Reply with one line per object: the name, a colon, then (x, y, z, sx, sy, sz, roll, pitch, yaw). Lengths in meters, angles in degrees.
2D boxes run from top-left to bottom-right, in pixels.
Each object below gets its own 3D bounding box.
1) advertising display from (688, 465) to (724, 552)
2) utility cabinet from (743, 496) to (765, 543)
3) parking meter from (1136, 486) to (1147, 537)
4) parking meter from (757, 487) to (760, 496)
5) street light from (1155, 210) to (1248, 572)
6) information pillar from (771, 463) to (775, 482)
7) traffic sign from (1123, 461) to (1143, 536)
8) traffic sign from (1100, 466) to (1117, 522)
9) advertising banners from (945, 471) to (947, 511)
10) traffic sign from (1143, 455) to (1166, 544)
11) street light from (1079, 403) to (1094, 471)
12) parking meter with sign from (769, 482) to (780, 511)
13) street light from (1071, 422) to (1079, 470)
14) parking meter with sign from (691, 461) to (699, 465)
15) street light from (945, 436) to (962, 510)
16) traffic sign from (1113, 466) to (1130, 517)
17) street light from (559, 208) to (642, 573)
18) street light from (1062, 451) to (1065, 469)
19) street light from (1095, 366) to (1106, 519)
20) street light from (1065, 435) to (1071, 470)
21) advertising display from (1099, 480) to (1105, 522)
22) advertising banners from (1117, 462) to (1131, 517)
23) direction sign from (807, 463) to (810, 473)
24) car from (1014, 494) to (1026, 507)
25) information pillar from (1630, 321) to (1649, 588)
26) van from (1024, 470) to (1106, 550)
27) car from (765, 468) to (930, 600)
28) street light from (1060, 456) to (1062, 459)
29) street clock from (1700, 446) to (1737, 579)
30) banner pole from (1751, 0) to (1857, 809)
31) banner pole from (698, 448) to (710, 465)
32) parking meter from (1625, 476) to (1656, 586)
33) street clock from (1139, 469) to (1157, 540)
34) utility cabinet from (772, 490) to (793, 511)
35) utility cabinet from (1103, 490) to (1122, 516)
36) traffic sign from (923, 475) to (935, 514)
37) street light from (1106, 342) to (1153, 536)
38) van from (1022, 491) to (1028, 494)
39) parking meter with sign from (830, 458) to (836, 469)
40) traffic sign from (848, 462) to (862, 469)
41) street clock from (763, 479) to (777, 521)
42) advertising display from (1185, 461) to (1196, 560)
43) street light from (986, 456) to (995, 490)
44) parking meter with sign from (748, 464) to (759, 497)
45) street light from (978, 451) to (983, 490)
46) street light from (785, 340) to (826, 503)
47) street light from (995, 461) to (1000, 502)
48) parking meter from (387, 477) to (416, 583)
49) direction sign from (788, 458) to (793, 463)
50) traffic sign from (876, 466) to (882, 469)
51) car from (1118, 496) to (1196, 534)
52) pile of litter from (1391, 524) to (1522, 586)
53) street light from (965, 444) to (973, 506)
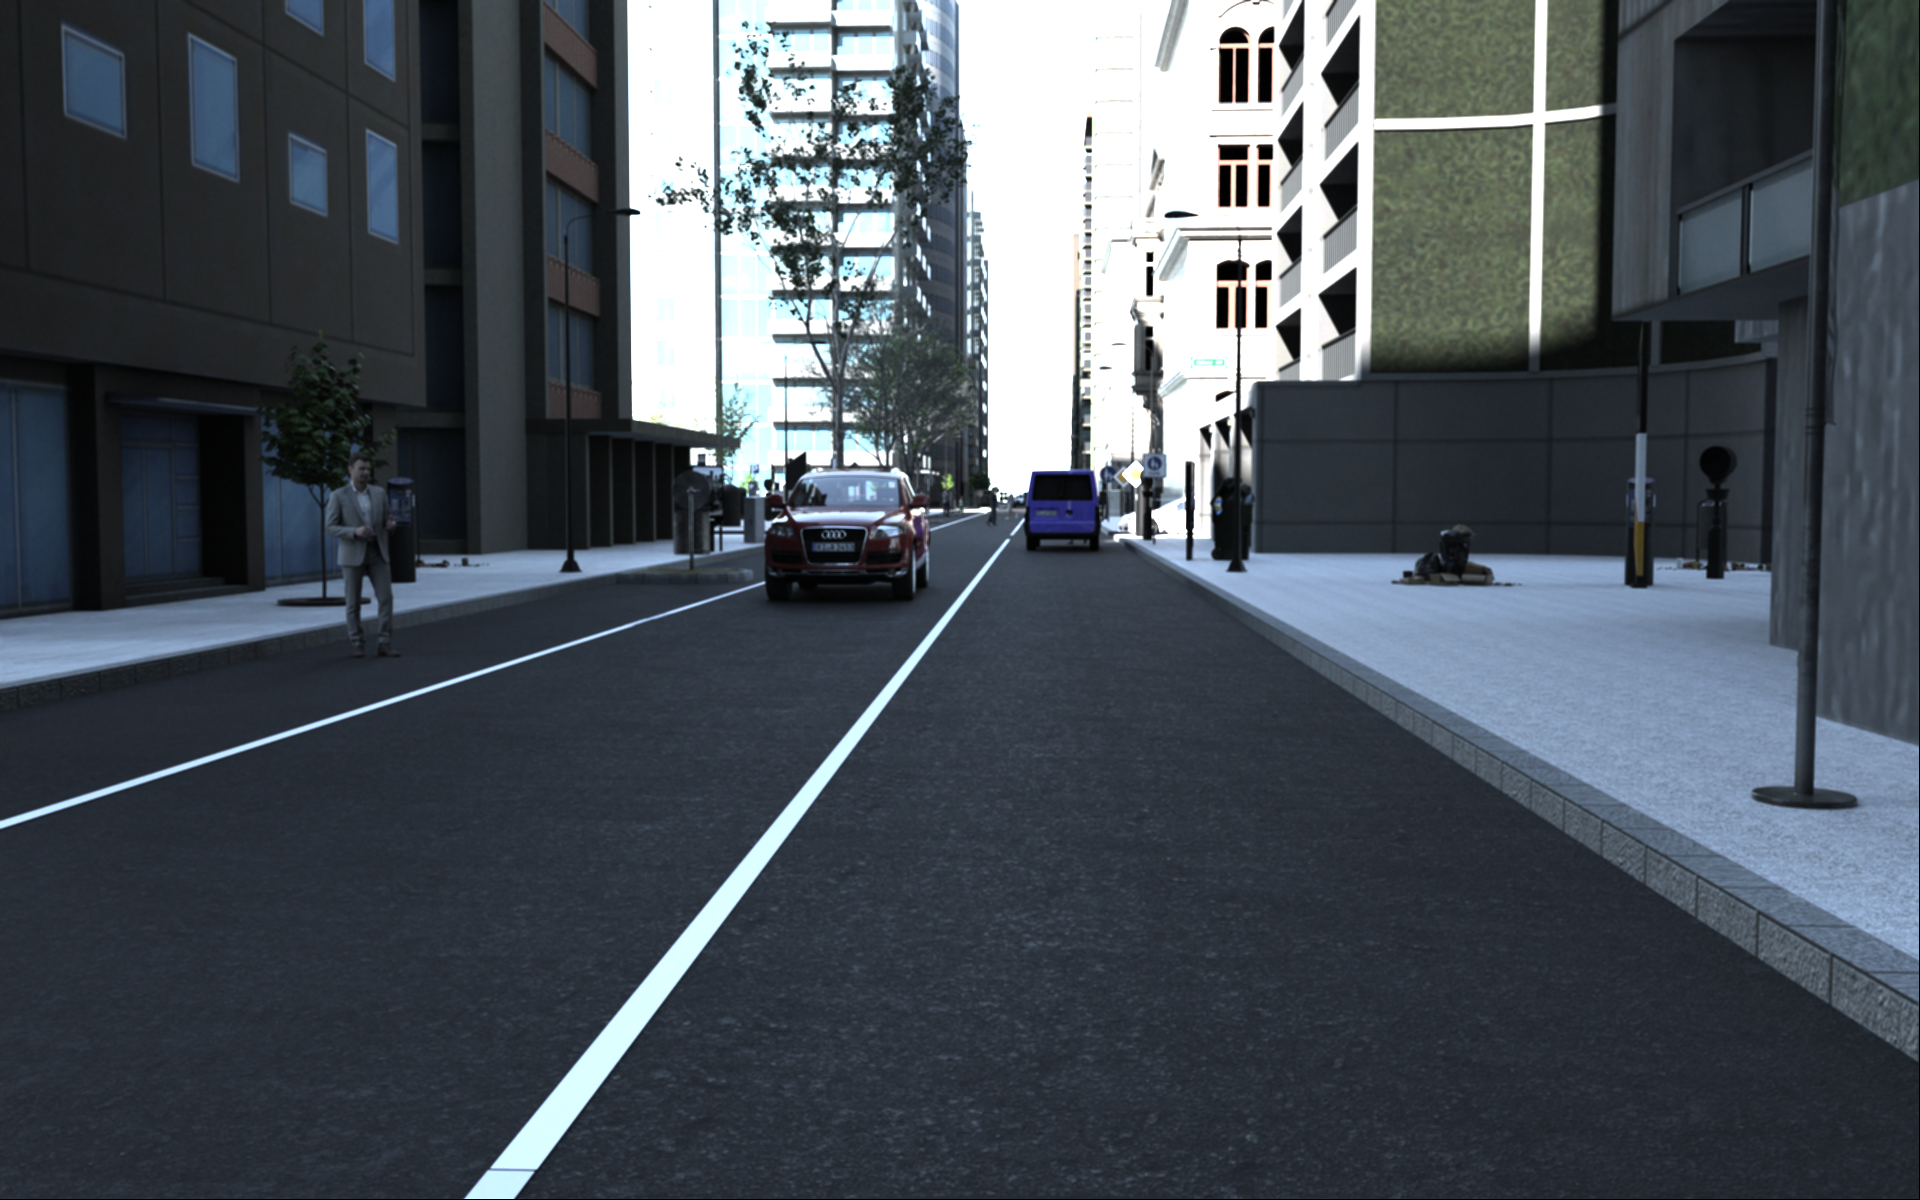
advertising display: (-5.633, -2.035, 38.488, 0.123, 1.923, 0.974, 3, 4, 39)
utility cabinet: (-5.433, -2.110, 45.664, 0.306, 1.237, 1.020, -2, 4, -23)
parking meter: (5.465, -2.663, 51.947, 0.372, 1.533, 0.369, 0, 3, 0)
parking meter: (-16.003, -8.027, 136.950, 0.399, 1.863, 0.255, 0, 4, -4)
street light: (4.039, -3.423, 28.513, 1.470, 5.913, 1.316, 0, 4, 3)
information pillar: (-14.058, -8.487, 130.116, 0.183, 3.616, 0.504, 2, 4, 24)
traffic sign: (5.380, -3.024, 53.088, 0.795, 2.450, 0.064, 0, 4, 3)
traffic sign: (6.727, -4.798, 78.553, 0.768, 2.556, 0.104, 0, 4, 6)
advertising banners: (-1.011, -8.169, 129.748, 0.090, 3.025, 2.074, 0, 4, 7)
traffic sign: (4.959, -2.572, 44.175, 0.606, 2.300, 0.079, 1, 4, 9)
street light: (6.915, -7.063, 88.014, 1.470, 5.913, 1.316, 0, 4, 3)
parking meter with sign: (-12.009, -7.063, 111.747, 1.738, 3.016, 0.543, -1, 4, -20)
street light: (8.095, -8.533, 112.053, 1.470, 5.913, 1.316, 0, 4, 3)
parking meter with sign: (-13.567, -5.919, 93.029, 0.543, 3.016, 1.738, 3, 5, 42)
street light: (-0.560, -10.121, 138.021, 1.470, 5.913, 1.316, 0, 4, 3)
traffic sign: (5.767, -3.512, 61.063, 0.795, 2.450, 0.064, 0, 4, 3)
street light: (-5.864, -3.409, 28.273, 1.470, 5.913, 1.316, 0, 4, 3)
street light: (10.615, -11.686, 163.598, 1.470, 5.913, 1.316, 0, 4, 3)
street light: (5.743, -5.538, 63.090, 1.470, 5.913, 1.316, 0, 4, 3)
street light: (9.455, -10.215, 139.559, 1.470, 5.913, 1.316, 0, 4, 3)
advertising display: (6.655, -4.656, 81.340, 0.123, 1.923, 0.974, 0, 4, -4)
advertising banners: (9.055, -6.098, 95.891, 0.090, 3.025, 2.074, 2, 4, 25)
direction sign: (-11.223, -8.339, 128.335, 0.379, 3.537, 0.876, 1, 4, 10)
car: (6.696, -10.762, 187.751, 2.131, 1.459, 4.920, 0, 4, 4)
information pillar: (9.340, -1.982, 23.757, 0.183, 3.616, 0.504, 1, 4, 15)
van: (2.747, -2.533, 45.799, 2.240, 2.365, 5.245, 0, 4, 4)
car: (-1.550, -1.010, 25.190, 2.281, 1.827, 5.304, 0, 4, 2)
street light: (11.785, -13.156, 187.638, 1.470, 5.913, 1.316, 0, 4, 3)
street clock: (11.457, -1.324, 26.216, 0.358, 2.002, 0.471, -3, 5, -43)
banner pole: (3.653, -1.058, 7.318, 0.401, 3.779, 0.863, 2, 4, 33)
banner pole: (-13.879, -6.376, 94.270, 0.863, 3.779, 0.401, -1, 4, -18)
parking meter: (9.563, -0.975, 24.353, 0.372, 1.533, 0.369, 0, 3, 0)
street clock: (5.240, -2.674, 48.297, 0.471, 2.002, 0.358, -2, 4, -32)
utility cabinet: (-10.568, -5.781, 103.190, 1.173, 1.500, 0.318, -1, 4, -13)
utility cabinet: (8.575, -5.489, 98.423, 1.173, 1.500, 0.318, 1, 4, 23)
traffic sign: (-2.045, -6.945, 113.650, 0.768, 2.556, 0.104, 1, 4, 10)
street light: (5.315, -4.924, 53.041, 1.470, 5.913, 1.316, 0, 4, 3)
van: (9.817, -15.135, 254.460, 2.013, 2.044, 4.112, 0, 4, 2)
parking meter with sign: (-5.709, -5.365, 83.983, 0.543, 3.016, 1.738, -2, 4, -25)
traffic sign: (-3.253, -3.051, 53.525, 0.795, 2.450, 0.064, 0, 4, 3)
street clock: (-9.152, -4.777, 82.679, 0.358, 2.002, 0.471, 2, 4, 28)
advertising display: (4.498, -1.752, 33.854, 0.123, 1.923, 0.974, 1, 4, 12)
street light: (3.415, -15.201, 221.078, 1.470, 5.913, 1.316, 0, 4, 3)
parking meter with sign: (-12.007, -6.351, 100.098, 0.543, 3.016, 1.738, 0, 4, 4)
street light: (1.746, -13.099, 186.712, 1.470, 5.913, 1.316, 0, 4, 3)
street light: (-4.732, -4.891, 52.504, 1.470, 5.913, 1.316, 0, 4, 3)
street light: (4.569, -16.684, 245.328, 1.470, 5.913, 1.316, 0, 4, 3)
parking meter: (-8.102, -1.022, 25.121, 0.372, 1.533, 0.369, 0, 3, 0)
direction sign: (-10.461, -7.167, 109.182, 0.876, 3.537, 0.379, -3, 5, -42)
traffic sign: (-2.866, -3.539, 61.501, 0.795, 2.450, 0.064, 0, 4, 3)
car: (7.675, -2.772, 57.684, 4.827, 1.381, 2.083, 0, 4, 3)
pile of litter: (7.044, -0.647, 24.544, 1.719, 0.858, 1.176, 2, 4, 33)
street light: (0.560, -11.592, 162.063, 1.470, 5.913, 1.316, 0, 4, 3)
